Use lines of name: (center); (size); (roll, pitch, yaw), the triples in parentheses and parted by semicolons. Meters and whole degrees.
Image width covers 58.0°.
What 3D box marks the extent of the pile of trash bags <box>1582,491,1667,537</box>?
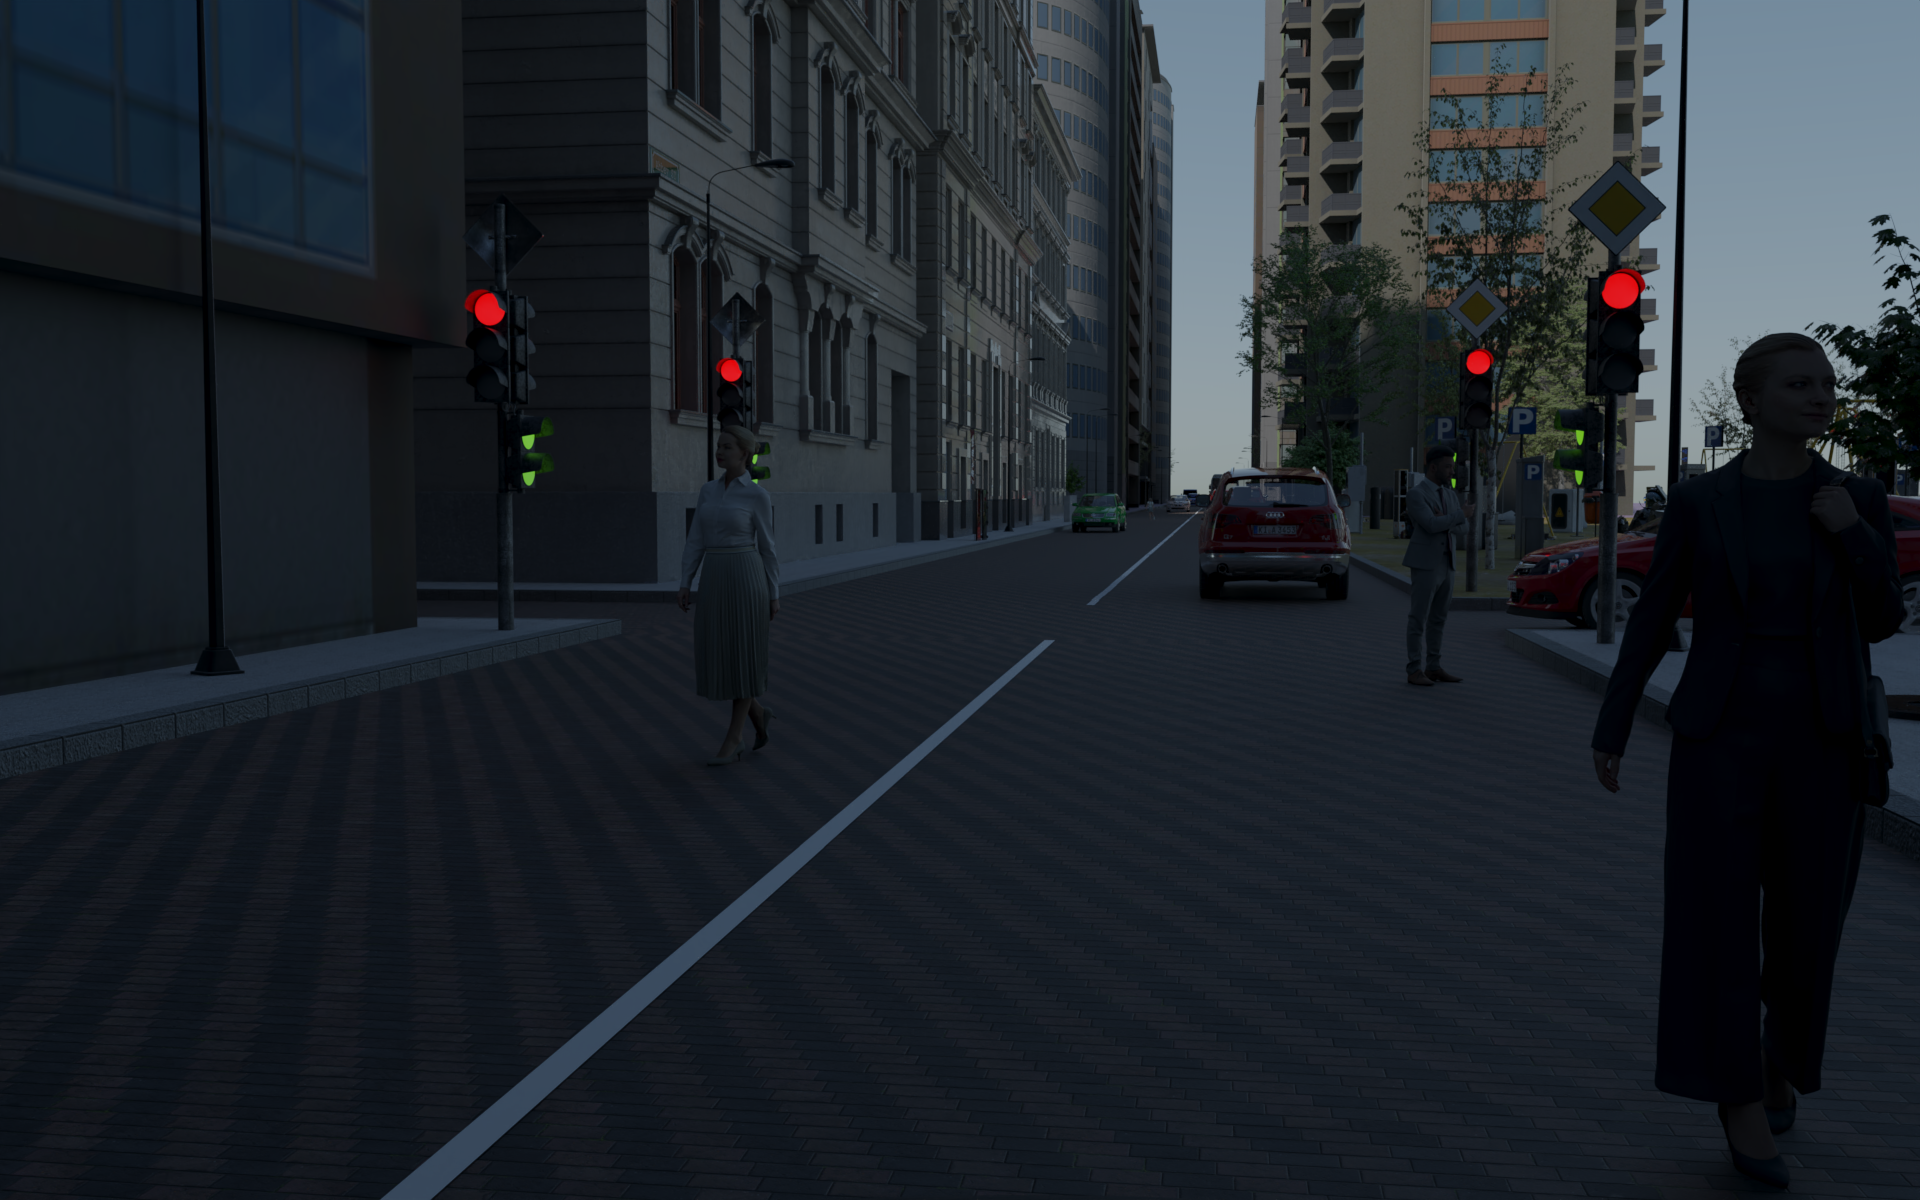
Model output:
pile of trash bags: (19.038, -2.342, 48.042); (3.447, 1.369, 1.912); (0, 4, 7)

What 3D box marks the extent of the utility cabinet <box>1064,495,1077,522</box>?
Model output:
utility cabinet: (5.068, -4.192, 79.699); (0.306, 1.237, 1.020); (1, 4, 23)

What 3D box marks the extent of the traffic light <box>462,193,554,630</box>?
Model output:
traffic light: (-4.268, -1.670, 16.229); (0.839, 4.253, 0.868); (1, 4, 8)

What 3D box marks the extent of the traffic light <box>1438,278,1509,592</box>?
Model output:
traffic light: (6.715, -2.065, 22.686); (0.839, 4.253, 0.868); (1, 4, 8)

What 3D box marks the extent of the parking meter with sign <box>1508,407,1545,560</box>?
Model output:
parking meter with sign: (11.142, -2.304, 33.939); (0.543, 3.016, 1.738); (0, 4, 8)

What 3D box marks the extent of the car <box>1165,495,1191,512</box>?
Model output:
car: (17.528, -7.745, 138.992); (2.083, 1.381, 4.827); (0, 4, 8)

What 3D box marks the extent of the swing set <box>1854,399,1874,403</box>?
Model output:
swing set: (16.057, -1.882, 28.383); (3.119, 2.851, 2.862); (1, 4, 10)

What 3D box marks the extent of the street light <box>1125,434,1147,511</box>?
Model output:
street light: (13.582, -9.915, 134.654); (1.470, 5.913, 1.316); (1, 4, 8)

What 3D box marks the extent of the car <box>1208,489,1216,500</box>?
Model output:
car: (20.937, -7.911, 138.020); (2.281, 1.827, 5.304); (0, 4, 7)

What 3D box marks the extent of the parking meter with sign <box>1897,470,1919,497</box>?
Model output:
parking meter with sign: (29.548, -3.537, 54.096); (1.738, 3.016, 0.543); (2, 4, 25)

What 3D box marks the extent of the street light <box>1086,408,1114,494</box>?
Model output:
street light: (7.406, -7.400, 93.536); (1.470, 5.913, 1.316); (1, 4, 8)

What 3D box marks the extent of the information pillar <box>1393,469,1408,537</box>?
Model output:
information pillar: (13.093, -2.874, 51.478); (0.304, 2.012, 0.304); (-1, 4, -18)

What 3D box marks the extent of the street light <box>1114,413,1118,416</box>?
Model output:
street light: (8.401, -7.795, 99.995); (1.470, 5.913, 1.316); (1, 4, 8)

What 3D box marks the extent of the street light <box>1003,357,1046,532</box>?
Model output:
street light: (2.203, -5.281, 58.880); (1.470, 5.913, 1.316); (1, 4, 8)

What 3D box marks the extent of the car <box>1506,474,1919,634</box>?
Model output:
car: (7.907, -0.525, 17.621); (4.494, 1.783, 2.155); (1, 4, 10)

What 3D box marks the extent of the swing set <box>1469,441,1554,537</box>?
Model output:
swing set: (15.786, -3.347, 52.351); (2.862, 2.851, 3.119); (-2, 4, -25)

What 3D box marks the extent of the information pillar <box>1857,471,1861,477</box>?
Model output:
information pillar: (46.228, -5.966, 88.896); (0.504, 3.616, 0.183); (1, 4, 18)

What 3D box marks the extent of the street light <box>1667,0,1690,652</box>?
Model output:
street light: (5.301, -2.545, 14.148); (1.470, 5.913, 1.316); (1, 4, 8)

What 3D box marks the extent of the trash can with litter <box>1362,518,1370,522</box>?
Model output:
trash can with litter: (18.594, -4.198, 79.701); (1.678, 1.210, 2.233); (2, 4, 30)

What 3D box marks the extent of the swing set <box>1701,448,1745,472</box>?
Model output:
swing set: (26.992, -3.763, 59.138); (3.119, 2.851, 2.862); (1, 4, 11)

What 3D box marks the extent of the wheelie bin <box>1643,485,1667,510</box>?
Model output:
wheelie bin: (29.373, -3.996, 73.235); (0.980, 1.594, 0.693); (2, 4, 32)

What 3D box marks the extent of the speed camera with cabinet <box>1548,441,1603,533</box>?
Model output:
speed camera with cabinet: (20.428, -3.839, 57.108); (0.660, 3.252, 2.038); (-2, 4, -32)

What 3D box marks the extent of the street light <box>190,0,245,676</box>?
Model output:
street light: (-4.765, -2.419, 12.098); (1.470, 5.913, 1.316); (1, 4, 8)

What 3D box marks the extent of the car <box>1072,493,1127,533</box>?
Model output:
car: (5.309, -3.493, 65.907); (1.959, 1.807, 4.718); (1, 4, 10)

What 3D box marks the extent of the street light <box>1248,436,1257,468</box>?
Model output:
street light: (23.776, -10.084, 137.411); (1.470, 5.913, 1.316); (1, 4, 8)

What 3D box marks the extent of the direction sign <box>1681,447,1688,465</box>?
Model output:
direction sign: (34.746, -5.607, 83.673); (0.379, 3.537, 0.876); (-2, 4, -32)

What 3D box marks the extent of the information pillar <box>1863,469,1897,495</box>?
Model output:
information pillar: (11.789, -1.085, 22.227); (0.304, 2.012, 0.304); (0, 4, 4)

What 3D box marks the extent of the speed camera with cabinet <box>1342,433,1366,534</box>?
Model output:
speed camera with cabinet: (12.839, -3.805, 56.545); (0.660, 3.252, 2.038); (0, 4, 7)

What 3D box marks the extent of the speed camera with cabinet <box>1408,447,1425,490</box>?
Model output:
speed camera with cabinet: (19.541, -4.801, 72.830); (0.660, 3.252, 2.038); (-1, 4, -21)

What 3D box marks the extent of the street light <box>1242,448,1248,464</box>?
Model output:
street light: (30.780, -13.005, 185.173); (1.470, 5.913, 1.316); (1, 4, 8)

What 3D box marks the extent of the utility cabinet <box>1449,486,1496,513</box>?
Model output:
utility cabinet: (13.730, -2.307, 46.398); (1.173, 1.500, 0.318); (2, 4, 28)

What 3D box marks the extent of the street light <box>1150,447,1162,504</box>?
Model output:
street light: (18.792, -12.074, 169.947); (1.470, 5.913, 1.316); (1, 4, 8)

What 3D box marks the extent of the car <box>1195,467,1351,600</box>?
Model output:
car: (4.547, -1.010, 25.188); (2.281, 1.827, 5.304); (1, 4, 10)

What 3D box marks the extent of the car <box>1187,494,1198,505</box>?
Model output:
car: (27.304, -11.811, 202.705); (1.945, 1.707, 3.694); (0, 4, 7)

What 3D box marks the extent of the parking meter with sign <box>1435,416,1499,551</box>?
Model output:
parking meter with sign: (11.603, -2.647, 39.540); (1.738, 3.016, 0.543); (-3, 4, -36)

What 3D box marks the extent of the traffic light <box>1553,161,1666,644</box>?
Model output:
traffic light: (5.537, -1.582, 14.788); (0.839, 4.253, 0.868); (1, 4, 8)

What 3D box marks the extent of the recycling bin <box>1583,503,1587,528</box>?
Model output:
recycling bin: (23.055, -3.211, 65.059); (0.722, 1.027, 0.722); (-2, 4, -28)

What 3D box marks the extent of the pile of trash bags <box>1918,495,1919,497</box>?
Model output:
pile of trash bags: (20.873, -1.724, 37.940); (1.912, 1.369, 3.447); (3, 5, 40)

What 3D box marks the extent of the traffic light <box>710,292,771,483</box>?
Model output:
traffic light: (-3.090, -2.153, 24.127); (0.839, 4.253, 0.868); (1, 4, 8)

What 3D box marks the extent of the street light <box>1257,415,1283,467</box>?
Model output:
street light: (18.460, -7.934, 102.258); (1.470, 5.913, 1.316); (1, 4, 8)

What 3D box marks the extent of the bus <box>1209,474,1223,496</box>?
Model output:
bus: (25.215, -10.423, 165.272); (2.948, 3.499, 13.247); (1, 4, 8)

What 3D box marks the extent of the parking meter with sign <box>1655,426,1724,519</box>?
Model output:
parking meter with sign: (18.499, -2.920, 44.003); (1.738, 3.016, 0.543); (-1, 4, -22)

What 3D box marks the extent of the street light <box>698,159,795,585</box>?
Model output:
street light: (-2.978, -3.161, 24.220); (1.470, 5.913, 1.316); (1, 4, 8)
